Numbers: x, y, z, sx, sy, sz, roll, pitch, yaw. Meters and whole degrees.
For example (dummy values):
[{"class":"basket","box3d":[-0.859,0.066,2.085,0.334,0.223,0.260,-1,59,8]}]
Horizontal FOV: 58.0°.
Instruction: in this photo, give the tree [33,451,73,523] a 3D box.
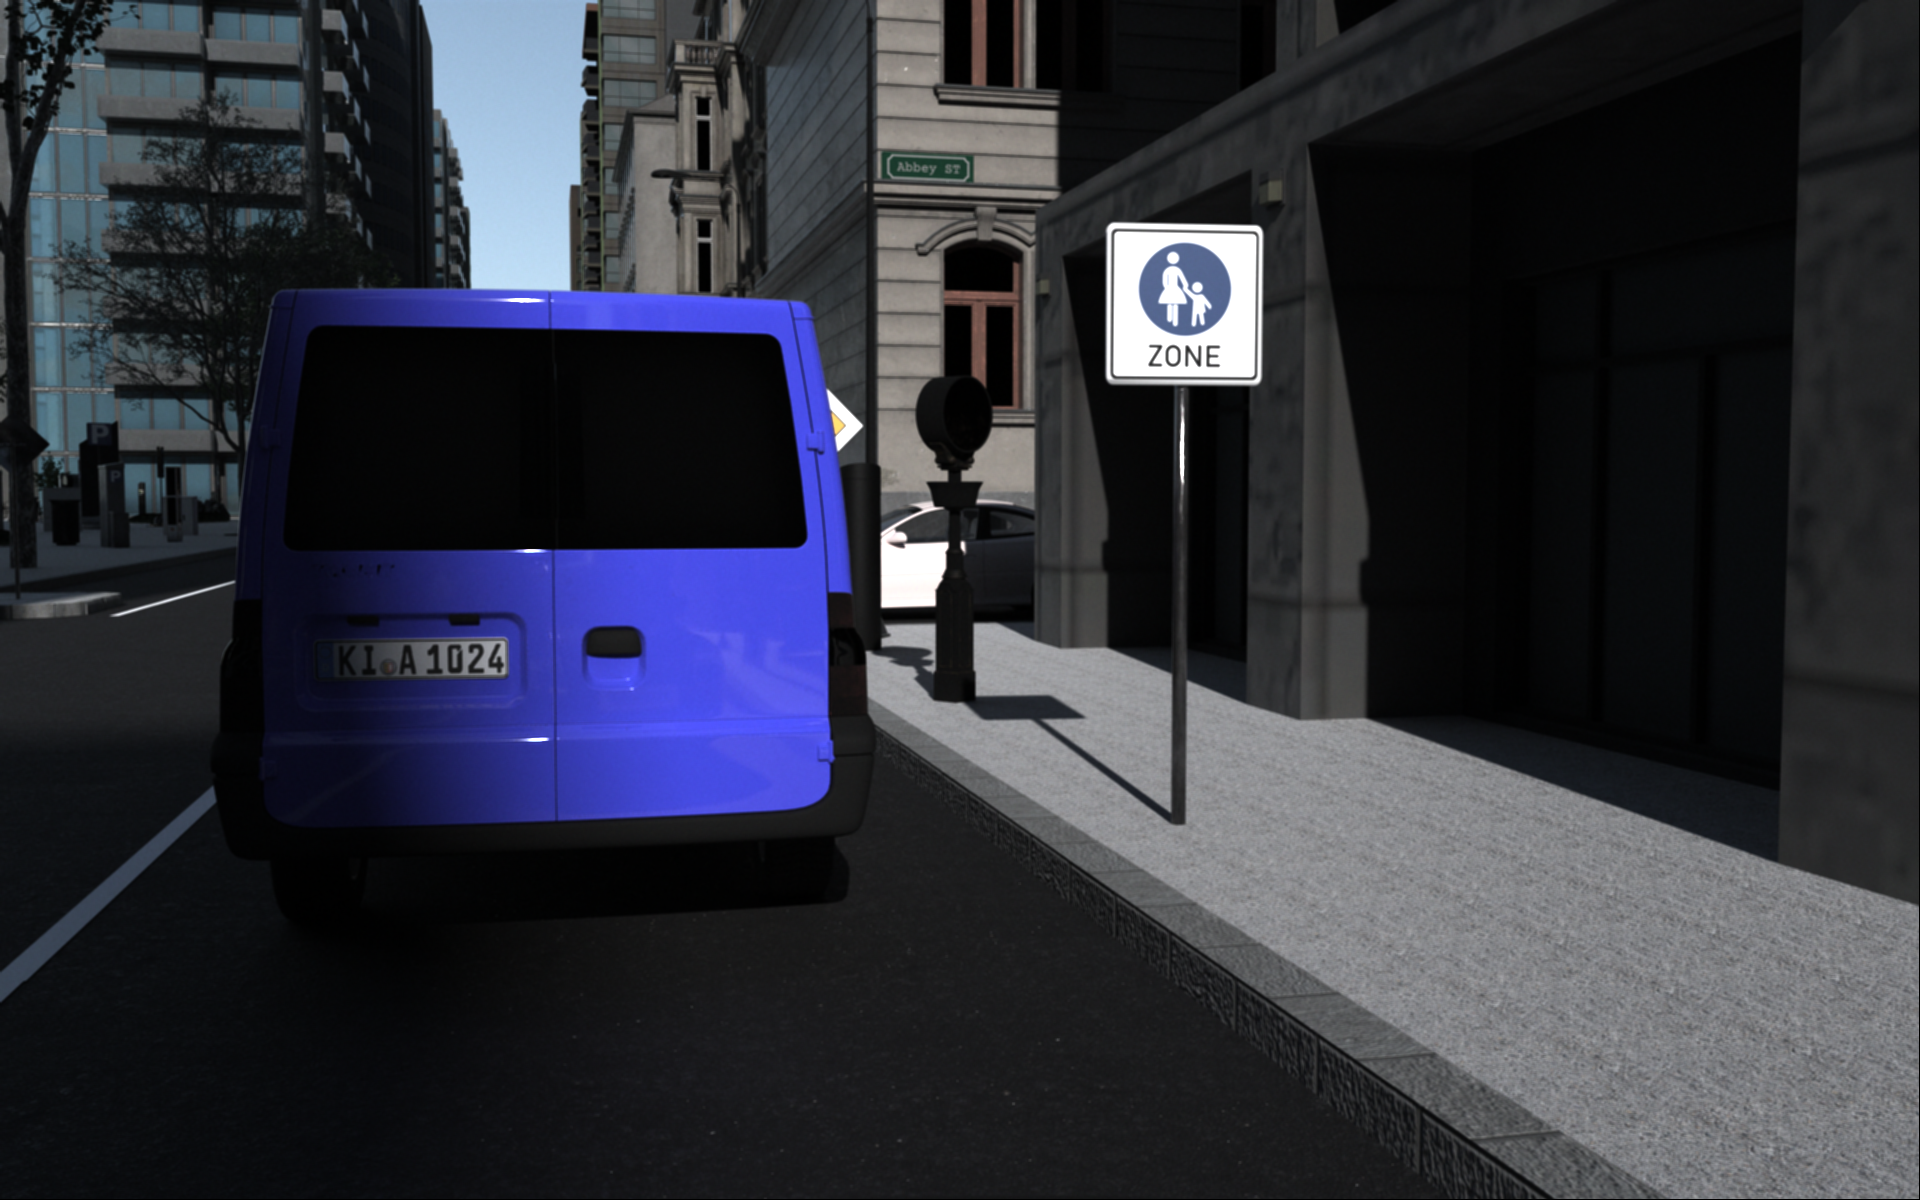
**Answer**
[{"class":"tree","box3d":[-40.712,-5.063,77.378,1.663,3.219,1.824,0,3,0]}]

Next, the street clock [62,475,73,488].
[{"class":"street clock","box3d":[-33.882,-3.746,65.815,0.471,2.002,0.358,3,5,41]}]

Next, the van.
[{"class":"van","box3d":[-1.728,-0.197,7.606,2.240,2.365,5.245,-1,4,-12]}]

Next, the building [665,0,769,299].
[{"class":"building","box3d":[-3.211,-14.900,62.706,14.460,24.649,34.723,-1,4,-13]}]

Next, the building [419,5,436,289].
[{"class":"building","box3d":[-54.723,-30.922,155.680,14.600,45.320,14.200,-1,4,-13]}]

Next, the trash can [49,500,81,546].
[{"class":"trash can","box3d":[-22.378,-1.938,43.337,0.748,1.137,0.748,0,3,0]}]

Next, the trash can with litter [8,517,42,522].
[{"class":"trash can with litter","box3d":[-43.190,-4.205,79.801,2.233,1.210,1.678,1,4,14]}]

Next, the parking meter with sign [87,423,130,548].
[{"class":"parking meter with sign","box3d":[-20.548,-2.792,41.908,0.543,3.016,1.738,-3,5,-41]}]

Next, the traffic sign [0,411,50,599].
[{"class":"traffic sign","box3d":[-11.515,-1.069,21.116,0.795,2.450,0.064,-1,4,-13]}]

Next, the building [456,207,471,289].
[{"class":"building","box3d":[-74.670,-33.923,238.239,14.154,41.232,14.086,-1,4,-13]}]

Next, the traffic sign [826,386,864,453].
[{"class":"traffic sign","box3d":[-1.241,-0.715,15.339,0.795,2.450,0.064,-1,4,-13]}]

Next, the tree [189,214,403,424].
[{"class":"tree","box3d":[-24.180,-8.424,63.483,9.928,11.665,9.643,0,3,0]}]

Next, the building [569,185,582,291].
[{"class":"building","box3d":[-47.925,-36.414,245.486,14.600,45.320,14.200,-1,4,-13]}]

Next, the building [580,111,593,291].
[{"class":"building","box3d":[-34.205,-30.957,189.742,14.154,41.232,14.086,-1,4,-13]}]

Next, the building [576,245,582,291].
[{"class":"building","box3d":[-37.811,-26.421,203.677,14.160,30.474,14.107,-1,4,-13]}]

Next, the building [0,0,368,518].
[{"class":"building","box3d":[-48.218,-29.685,104.955,23.786,49.044,30.456,-1,4,-13]}]

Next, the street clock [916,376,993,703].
[{"class":"street clock","box3d":[-0.033,-0.375,10.700,0.358,2.002,0.471,3,5,41]}]

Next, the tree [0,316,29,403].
[{"class":"tree","box3d":[-34.808,-6.723,60.285,4.737,8.622,4.395,0,3,0]}]

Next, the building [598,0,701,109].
[{"class":"building","box3d":[-15.375,-25.969,108.183,14.154,41.232,14.086,-1,4,-13]}]

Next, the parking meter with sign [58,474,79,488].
[{"class":"parking meter with sign","box3d":[-34.371,-4.315,66.808,1.738,3.016,0.543,-3,4,-36]}]

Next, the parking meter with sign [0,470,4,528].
[{"class":"parking meter with sign","box3d":[-31.108,-3.631,55.623,0.543,3.016,1.738,-1,4,-13]}]

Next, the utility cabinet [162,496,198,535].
[{"class":"utility cabinet","box3d":[-24.376,-2.628,54.133,1.020,1.237,0.306,0,4,6]}]

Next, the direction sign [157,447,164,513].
[{"class":"direction sign","box3d":[-38.267,-5.563,82.953,0.379,3.537,0.876,0,4,-7]}]

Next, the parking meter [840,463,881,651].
[{"class":"parking meter","box3d":[-0.836,-0.358,14.268,0.372,1.533,0.369,0,3,0]}]

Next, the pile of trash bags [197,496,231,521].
[{"class":"pile of trash bags","box3d":[-35.615,-4.495,83.250,3.447,1.369,1.912,-2,4,-32]}]

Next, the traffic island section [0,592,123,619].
[{"class":"traffic island section","box3d":[-11.536,0.068,21.172,2.009,0.180,2.903,-1,4,-13]}]

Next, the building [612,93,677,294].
[{"class":"building","box3d":[-12.296,-14.617,88.134,9.793,20.994,18.267,-1,4,-13]}]

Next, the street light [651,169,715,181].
[{"class":"street light","box3d":[-3.727,-3.211,25.039,1.470,5.913,1.316,-1,4,-13]}]

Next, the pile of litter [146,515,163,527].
[{"class":"pile of litter","box3d":[-31.124,-3.323,68.289,1.719,0.858,1.176,-1,4,-14]}]

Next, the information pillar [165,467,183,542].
[{"class":"information pillar","box3d":[-21.108,-2.570,46.505,0.304,2.012,0.304,0,4,-2]}]

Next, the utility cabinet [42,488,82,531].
[{"class":"utility cabinet","box3d":[-30.579,-3.077,58.996,1.173,1.500,0.318,-2,4,-30]}]

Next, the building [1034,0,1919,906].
[{"class":"building","box3d":[12.969,-34.684,5.342,20.563,71.187,20.611,-1,4,-13]}]

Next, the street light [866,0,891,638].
[{"class":"street light","box3d":[-1.323,-2.613,15.271,1.470,5.913,1.316,-1,4,-13]}]

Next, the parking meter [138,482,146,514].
[{"class":"parking meter","box3d":[-40.620,-4.912,86.014,0.255,1.863,0.399,-1,4,-12]}]

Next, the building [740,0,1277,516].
[{"class":"building","box3d":[8.103,-15.018,32.938,23.554,28.519,14.401,-1,4,-13]}]

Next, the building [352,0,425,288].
[{"class":"building","box3d":[-53.364,-36.180,133.543,21.231,58.520,28.212,-1,4,-13]}]

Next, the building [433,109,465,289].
[{"class":"building","box3d":[-73.280,-36.424,215.137,23.786,49.044,30.456,-1,4,-13]}]

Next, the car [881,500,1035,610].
[{"class":"car","box3d":[-0.316,-0.491,20.393,4.827,1.381,2.083,-1,4,-13]}]

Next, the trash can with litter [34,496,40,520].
[{"class":"trash can with litter","box3d":[-45.158,-4.437,83.933,1.055,1.170,0.624,1,4,20]}]

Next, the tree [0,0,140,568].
[{"class":"tree","box3d":[-17.800,-10.620,29.520,12.611,20.169,13.585,0,3,0]}]

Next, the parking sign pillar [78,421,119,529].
[{"class":"parking sign pillar","box3d":[-31.494,-4.580,63.347,1.447,3.967,1.447,-3,4,-38]}]

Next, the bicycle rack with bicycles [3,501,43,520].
[{"class":"bicycle rack with bicycles","box3d":[-46.915,-4.486,86.731,2.852,0.926,2.925,1,4,10]}]

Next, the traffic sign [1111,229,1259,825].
[{"class":"traffic sign","box3d":[0.848,-0.277,6.664,0.606,2.300,0.079,0,4,-7]}]

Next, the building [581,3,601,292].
[{"class":"building","box3d":[-22.820,-30.761,157.574,22.147,44.769,28.867,-1,4,-13]}]

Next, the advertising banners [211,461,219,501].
[{"class":"advertising banners","box3d":[-38.726,-5.744,90.104,0.090,3.025,2.074,-1,4,-13]}]

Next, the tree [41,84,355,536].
[{"class":"tree","box3d":[-22.205,-8.725,53.019,12.009,13.543,11.850,0,3,0]}]
